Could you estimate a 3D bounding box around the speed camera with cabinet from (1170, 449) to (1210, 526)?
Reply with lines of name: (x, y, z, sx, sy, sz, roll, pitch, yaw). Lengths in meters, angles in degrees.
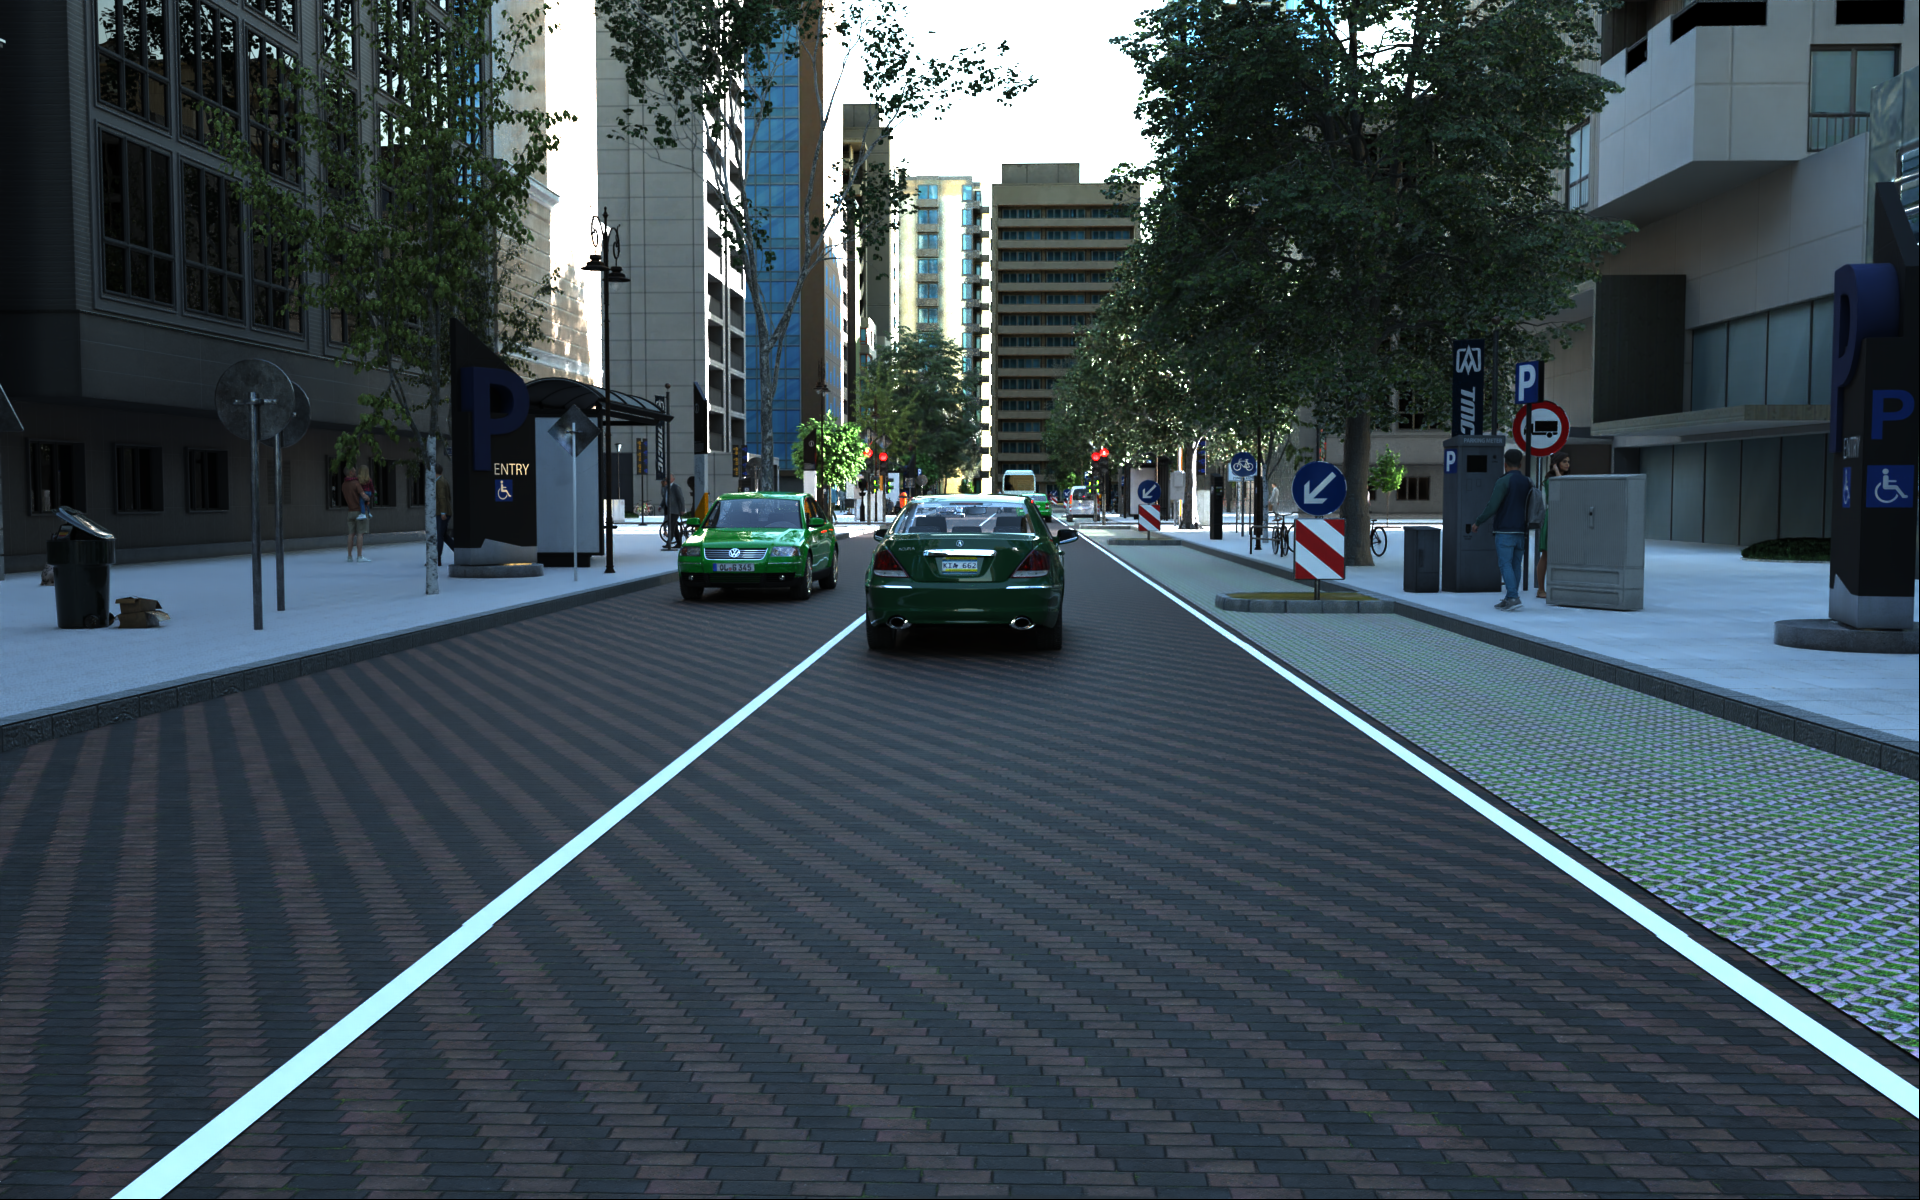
speed camera with cabinet: (9.449, -4.577, 69.170, 2.038, 3.252, 0.660, 1, 4, 11)

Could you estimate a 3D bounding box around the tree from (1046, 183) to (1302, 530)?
tree: (8.408, -8.911, 62.699, 9.611, 12.733, 9.660, 0, 3, 0)

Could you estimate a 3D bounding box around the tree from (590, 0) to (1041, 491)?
tree: (-4.597, -11.817, 49.092, 12.611, 20.169, 13.585, 0, 3, 0)

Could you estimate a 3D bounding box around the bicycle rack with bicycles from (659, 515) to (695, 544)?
bicycle rack with bicycles: (-6.265, -1.897, 44.393, 2.925, 0.926, 2.852, 0, 4, 2)

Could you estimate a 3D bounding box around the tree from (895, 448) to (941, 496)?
tree: (-3.014, -8.416, 121.317, 4.285, 4.588, 4.351, 0, 3, 0)

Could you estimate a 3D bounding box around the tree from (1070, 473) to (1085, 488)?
tree: (10.991, -10.203, 161.415, 1.663, 3.219, 1.824, 0, 3, 0)

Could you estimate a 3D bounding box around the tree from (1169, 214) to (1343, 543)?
tree: (8.042, -5.780, 44.868, 4.737, 8.622, 4.395, 0, 3, 0)

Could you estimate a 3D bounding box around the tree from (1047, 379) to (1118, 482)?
tree: (10.735, -13.625, 140.897, 7.486, 12.596, 7.792, 0, 3, 0)

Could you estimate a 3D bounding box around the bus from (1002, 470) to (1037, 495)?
bus: (4.791, -8.854, 139.619, 2.948, 3.499, 13.247, 0, 4, 2)

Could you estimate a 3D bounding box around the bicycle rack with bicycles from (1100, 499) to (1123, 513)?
bicycle rack with bicycles: (10.742, -6.229, 115.228, 2.852, 0.926, 2.925, -3, 4, -37)

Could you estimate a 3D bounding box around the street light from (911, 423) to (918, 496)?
street light: (-2.866, -8.464, 111.176, 0.468, 5.910, 1.993, 0, 4, 2)

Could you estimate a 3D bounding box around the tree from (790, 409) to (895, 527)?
tree: (-5.071, -5.091, 66.946, 4.285, 4.588, 4.351, 0, 3, 0)

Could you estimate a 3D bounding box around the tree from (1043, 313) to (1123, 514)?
tree: (10.318, -12.331, 111.975, 12.009, 13.543, 11.850, 0, 3, 0)

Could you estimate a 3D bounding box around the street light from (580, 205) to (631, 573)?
street light: (-5.702, -3.379, 28.028, 0.468, 5.910, 1.993, 0, 4, 2)

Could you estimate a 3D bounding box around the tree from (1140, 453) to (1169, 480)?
tree: (15.357, -10.430, 120.890, 4.737, 8.622, 4.395, 0, 3, 0)

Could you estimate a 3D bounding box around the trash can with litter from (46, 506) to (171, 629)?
trash can with litter: (-8.199, -0.325, 16.699, 1.055, 1.170, 0.624, 0, 4, -6)

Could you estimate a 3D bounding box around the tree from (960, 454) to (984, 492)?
tree: (0.837, -16.616, 222.028, 4.360, 8.622, 3.978, 0, 3, 0)

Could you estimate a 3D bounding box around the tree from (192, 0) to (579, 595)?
tree: (-6.999, -4.379, 21.954, 4.737, 8.622, 4.395, 0, 3, 0)

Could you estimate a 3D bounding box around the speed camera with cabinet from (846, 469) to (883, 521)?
speed camera with cabinet: (-4.528, -5.389, 82.446, 0.660, 3.252, 2.038, 3, 5, 40)

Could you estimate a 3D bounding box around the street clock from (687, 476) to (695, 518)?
street clock: (-10.735, -3.991, 69.820, 0.471, 2.002, 0.358, 1, 4, 13)

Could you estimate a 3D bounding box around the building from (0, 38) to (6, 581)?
building: (-20.075, -14.240, 10.316, 11.434, 29.767, 29.804, 0, 4, 2)

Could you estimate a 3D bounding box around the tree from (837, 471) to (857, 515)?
tree: (-6.542, -6.798, 105.756, 1.663, 3.219, 1.824, 0, 3, 0)

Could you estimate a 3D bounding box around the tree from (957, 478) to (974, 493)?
tree: (0.515, -12.829, 204.359, 1.663, 3.219, 1.824, 0, 3, 0)

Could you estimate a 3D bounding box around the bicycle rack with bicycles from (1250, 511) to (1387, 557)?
bicycle rack with bicycles: (7.343, -1.410, 36.428, 2.852, 0.926, 2.925, -1, 4, -10)

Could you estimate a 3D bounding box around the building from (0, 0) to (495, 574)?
building: (-20.339, -14.908, 37.259, 14.314, 27.812, 24.014, 0, 4, 2)

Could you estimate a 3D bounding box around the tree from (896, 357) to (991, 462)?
tree: (-2.267, -14.942, 154.672, 12.009, 13.543, 11.850, 0, 3, 0)

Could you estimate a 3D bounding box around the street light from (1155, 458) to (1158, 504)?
street light: (7.976, -5.962, 70.265, 0.468, 5.910, 1.993, 0, 4, 2)

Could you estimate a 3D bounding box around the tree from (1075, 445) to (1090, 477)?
tree: (11.348, -12.123, 148.572, 4.737, 8.622, 4.395, 0, 3, 0)

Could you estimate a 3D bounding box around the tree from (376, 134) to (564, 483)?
tree: (-10.390, -5.246, 36.128, 4.360, 8.622, 3.978, 0, 3, 0)

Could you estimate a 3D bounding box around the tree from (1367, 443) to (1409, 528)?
tree: (16.143, -4.361, 65.903, 1.663, 3.219, 1.824, 0, 3, 0)

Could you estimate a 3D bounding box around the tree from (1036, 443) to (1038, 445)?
tree: (13.166, -16.770, 191.201, 9.611, 12.733, 9.660, 0, 3, 0)

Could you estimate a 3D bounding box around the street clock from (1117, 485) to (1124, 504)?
street clock: (11.335, -7.178, 121.927, 0.471, 2.002, 0.358, 3, 4, 36)

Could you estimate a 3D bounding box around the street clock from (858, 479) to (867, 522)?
street clock: (-4.554, -4.663, 80.818, 0.358, 2.002, 0.471, -2, 4, -27)

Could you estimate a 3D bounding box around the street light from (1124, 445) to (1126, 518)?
street light: (8.718, -7.251, 91.347, 0.468, 5.910, 1.993, 0, 4, 2)

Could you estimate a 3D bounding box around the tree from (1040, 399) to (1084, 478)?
tree: (11.716, -14.880, 169.051, 9.928, 11.665, 9.643, 0, 3, 0)

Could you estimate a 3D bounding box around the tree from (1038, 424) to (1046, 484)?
tree: (9.404, -11.009, 97.012, 9.611, 12.733, 9.660, 0, 3, 0)

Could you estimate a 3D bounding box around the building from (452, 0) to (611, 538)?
building: (-22.921, -16.572, 56.863, 20.117, 28.700, 13.634, 0, 4, 2)

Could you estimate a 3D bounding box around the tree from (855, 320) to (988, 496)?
tree: (-3.018, -13.535, 127.952, 9.857, 13.997, 8.962, 0, 3, 0)

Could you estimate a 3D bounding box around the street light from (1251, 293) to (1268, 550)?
street light: (6.865, -4.092, 39.700, 0.468, 5.910, 1.993, 0, 4, 2)

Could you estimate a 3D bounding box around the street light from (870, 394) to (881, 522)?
street light: (-3.892, -6.565, 80.117, 0.468, 5.910, 1.993, 0, 4, 2)

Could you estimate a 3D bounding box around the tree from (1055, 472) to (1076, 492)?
tree: (14.177, -14.939, 227.968, 4.285, 4.588, 4.351, 0, 3, 0)

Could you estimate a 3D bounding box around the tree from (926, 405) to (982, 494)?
tree: (-1.249, -14.617, 173.402, 7.601, 10.594, 8.767, 0, 4, 8)

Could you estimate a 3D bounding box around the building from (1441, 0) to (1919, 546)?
building: (29.973, -28.028, 47.490, 28.713, 52.752, 27.495, 0, 4, 2)

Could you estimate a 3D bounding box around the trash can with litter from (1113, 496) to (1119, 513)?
trash can with litter: (10.923, -6.649, 120.090, 0.624, 1.170, 1.055, 1, 4, 8)

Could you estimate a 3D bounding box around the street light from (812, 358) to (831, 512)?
street light: (-4.690, -5.267, 58.903, 0.468, 5.910, 1.993, 0, 4, 2)

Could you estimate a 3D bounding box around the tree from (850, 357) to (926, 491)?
tree: (-4.175, -8.781, 93.925, 4.737, 8.622, 4.395, 0, 3, 0)

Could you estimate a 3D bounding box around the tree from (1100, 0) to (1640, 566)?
tree: (7.176, -7.594, 30.817, 9.857, 13.997, 8.962, 0, 3, 0)

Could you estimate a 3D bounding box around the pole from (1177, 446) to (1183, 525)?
pole: (8.967, -4.697, 70.647, 0.158, 3.312, 0.155, 0, 3, 0)

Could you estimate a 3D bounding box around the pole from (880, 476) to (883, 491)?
pole: (-3.857, -5.599, 85.384, 0.158, 3.312, 0.155, 0, 3, 0)
